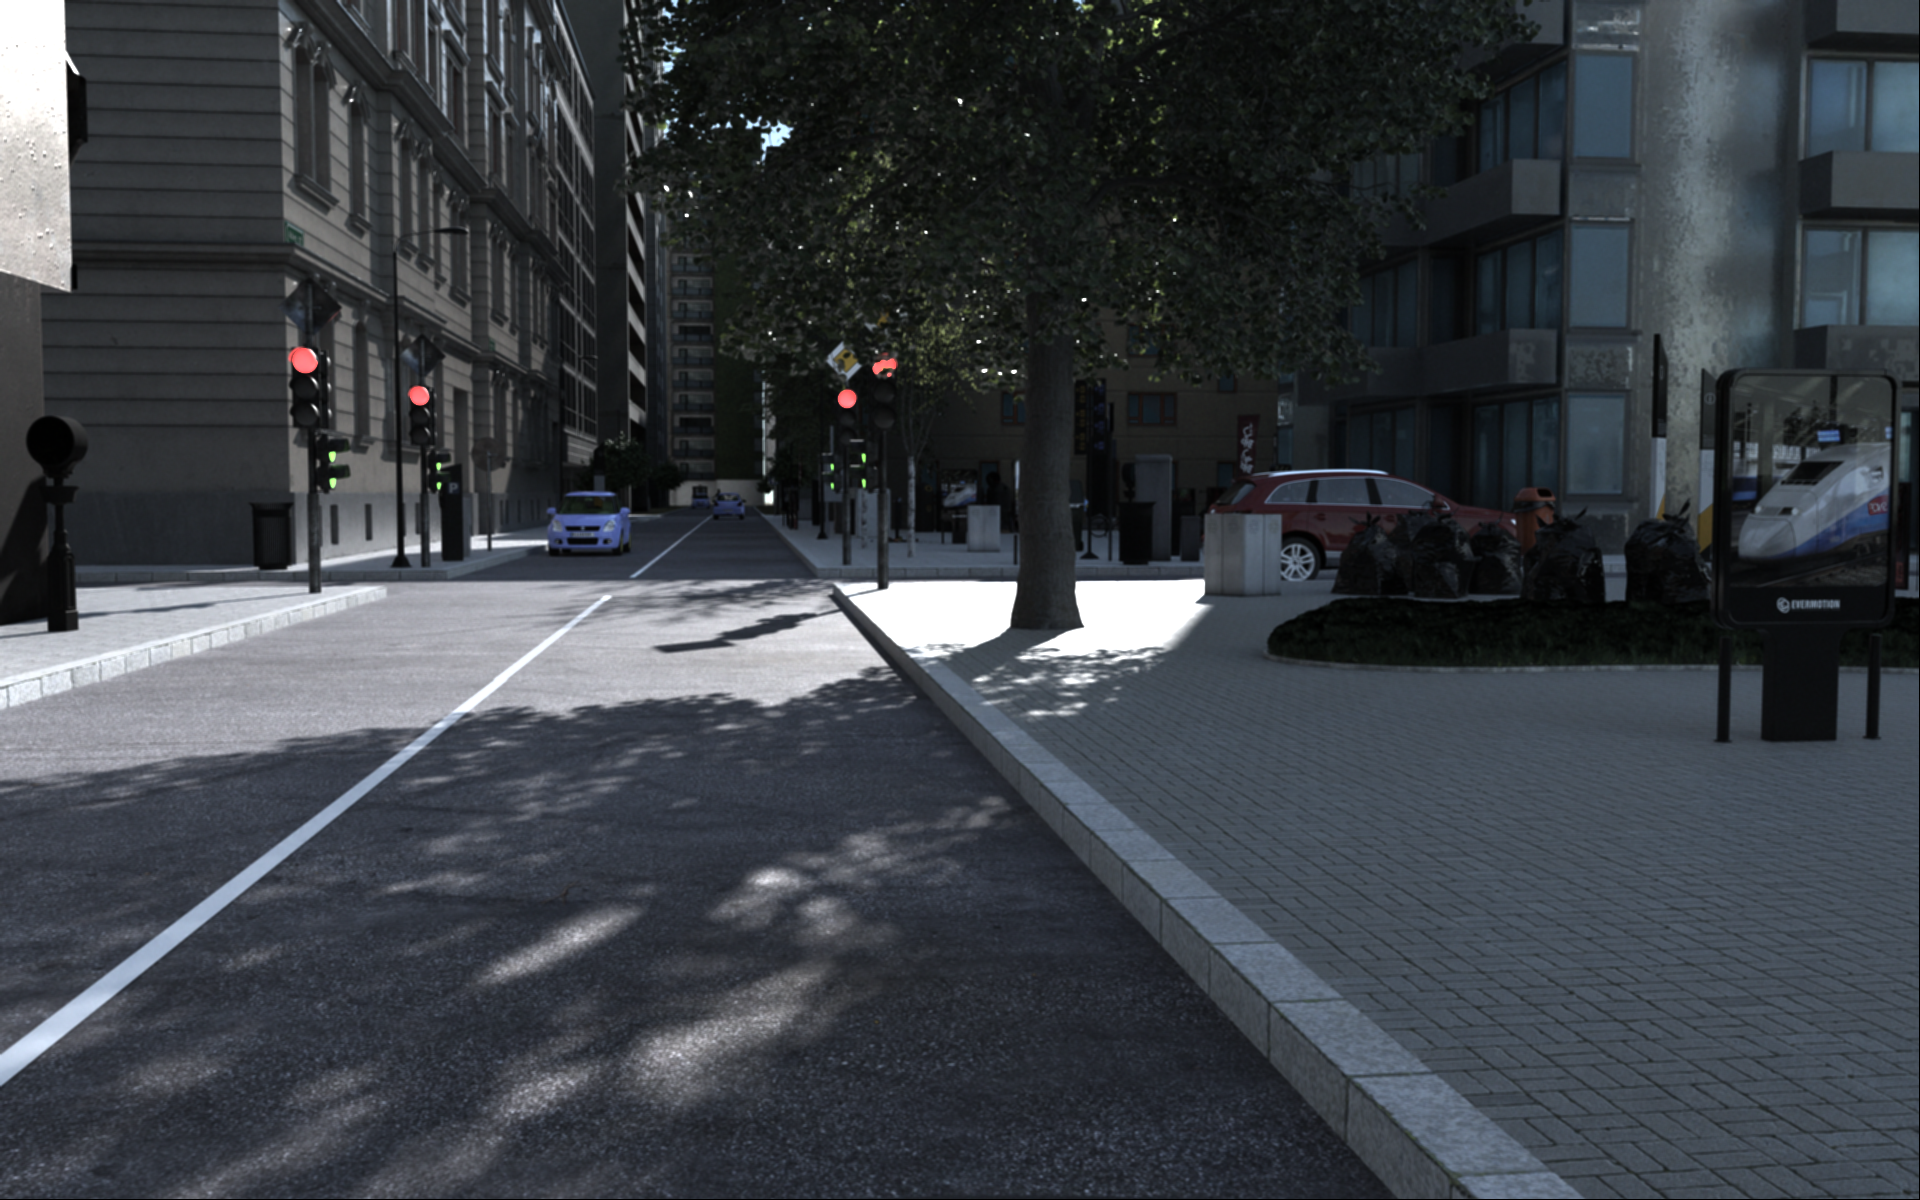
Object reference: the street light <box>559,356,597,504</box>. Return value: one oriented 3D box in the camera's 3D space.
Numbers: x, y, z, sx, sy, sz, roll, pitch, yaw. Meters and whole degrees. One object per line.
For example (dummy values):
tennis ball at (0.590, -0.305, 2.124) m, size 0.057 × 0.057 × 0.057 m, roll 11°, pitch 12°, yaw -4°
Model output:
street light at (-12.898, -5.248, 58.342) m, size 1.470 × 5.913 × 1.316 m, roll 0°, pitch 4°, yaw -7°

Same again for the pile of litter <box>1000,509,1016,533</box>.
pile of litter at (1.930, -2.629, 56.956) m, size 1.719 × 0.858 × 1.176 m, roll -1°, pitch 4°, yaw -10°

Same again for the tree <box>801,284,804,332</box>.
tree at (-2.083, -5.541, 40.966) m, size 4.360 × 8.622 × 3.978 m, roll 0°, pitch 3°, yaw 0°

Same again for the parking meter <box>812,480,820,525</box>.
parking meter at (-5.909, -3.998, 71.071) m, size 0.255 × 1.863 × 0.399 m, roll 1°, pitch 4°, yaw 9°

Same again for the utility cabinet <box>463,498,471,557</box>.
utility cabinet at (-10.193, -1.491, 35.533) m, size 0.306 × 1.237 × 1.020 m, roll -1°, pitch 4°, yaw -13°

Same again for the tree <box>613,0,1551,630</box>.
tree at (0.902, -6.711, 16.378) m, size 9.857 × 13.997 × 8.962 m, roll 0°, pitch 3°, yaw 0°

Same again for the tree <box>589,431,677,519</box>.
tree at (-17.427, -6.467, 89.452) m, size 4.285 × 4.588 × 4.351 m, roll 0°, pitch 3°, yaw 0°

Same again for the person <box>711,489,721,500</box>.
person at (-20.944, -8.697, 150.321) m, size 1.348 × 1.869 × 0.705 m, roll 1°, pitch 4°, yaw 20°

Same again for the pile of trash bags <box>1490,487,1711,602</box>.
pile of trash bags at (7.376, -0.478, 17.575) m, size 3.447 × 1.369 × 1.912 m, roll 2°, pitch 4°, yaw 28°

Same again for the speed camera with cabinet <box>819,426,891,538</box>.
speed camera with cabinet at (-3.081, -3.441, 50.604) m, size 2.038 × 3.252 × 0.660 m, roll -1°, pitch 4°, yaw -11°

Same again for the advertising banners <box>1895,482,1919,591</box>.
advertising banners at (12.668, -1.659, 23.320) m, size 0.090 × 3.025 × 2.074 m, roll 0°, pitch 4°, yaw 2°

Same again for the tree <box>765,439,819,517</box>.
tree at (-9.179, -6.941, 97.192) m, size 4.285 × 4.588 × 4.351 m, roll 0°, pitch 3°, yaw 0°

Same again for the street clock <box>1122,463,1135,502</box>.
street clock at (3.935, -2.166, 39.987) m, size 0.358 × 2.002 × 0.471 m, roll 2°, pitch 4°, yaw 34°

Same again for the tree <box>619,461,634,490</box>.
tree at (-16.780, -5.440, 83.551) m, size 1.663 × 3.219 × 1.824 m, roll 0°, pitch 3°, yaw 0°

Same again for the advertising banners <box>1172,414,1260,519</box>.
advertising banners at (5.710, -2.599, 38.676) m, size 2.074 × 3.025 × 0.090 m, roll 2°, pitch 4°, yaw 32°

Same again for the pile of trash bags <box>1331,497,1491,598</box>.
pile of trash bags at (6.604, -0.789, 22.653) m, size 3.447 × 1.369 × 1.912 m, roll -2°, pitch 4°, yaw -35°

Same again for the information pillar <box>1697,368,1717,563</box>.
information pillar at (14.048, -2.509, 32.373) m, size 0.504 × 3.616 × 0.183 m, roll 0°, pitch 4°, yaw -4°

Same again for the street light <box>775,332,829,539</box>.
street light at (-4.446, -4.673, 48.951) m, size 1.470 × 5.913 × 1.316 m, roll 0°, pitch 4°, yaw -7°

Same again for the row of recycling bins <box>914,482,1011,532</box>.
row of recycling bins at (-0.017, -3.168, 58.904) m, size 3.534 × 1.692 × 1.069 m, roll -1°, pitch 4°, yaw -13°

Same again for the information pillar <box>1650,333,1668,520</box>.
information pillar at (10.292, -2.090, 25.531) m, size 0.183 × 3.616 × 0.504 m, roll 3°, pitch 4°, yaw 37°

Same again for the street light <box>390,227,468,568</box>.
street light at (-9.252, -3.528, 30.220) m, size 1.470 × 5.913 × 1.316 m, roll 0°, pitch 4°, yaw -7°

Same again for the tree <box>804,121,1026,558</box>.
tree at (-0.741, -5.162, 34.765) m, size 4.360 × 8.622 × 3.978 m, roll 0°, pitch 3°, yaw 0°

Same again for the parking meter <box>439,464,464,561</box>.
parking meter at (-9.756, -1.681, 33.200) m, size 0.399 × 1.863 × 0.255 m, roll -2°, pitch 4°, yaw -33°

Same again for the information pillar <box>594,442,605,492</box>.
information pillar at (-16.040, -5.245, 77.106) m, size 0.504 × 3.616 × 0.183 m, roll 0°, pitch 4°, yaw 0°

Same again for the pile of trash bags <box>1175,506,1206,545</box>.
pile of trash bags at (6.400, -2.148, 44.867) m, size 1.912 × 1.369 × 3.447 m, roll 2°, pitch 4°, yaw 31°

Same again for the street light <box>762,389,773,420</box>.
street light at (-8.044, -6.389, 77.005) m, size 1.470 × 5.913 × 1.316 m, roll 0°, pitch 4°, yaw -7°

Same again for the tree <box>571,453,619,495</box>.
tree at (-17.177, -5.281, 80.946) m, size 1.663 × 3.219 × 1.824 m, roll 0°, pitch 3°, yaw 0°

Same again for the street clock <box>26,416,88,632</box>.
street clock at (-8.419, -0.711, 16.199) m, size 0.471 × 2.002 × 0.358 m, roll 0°, pitch 4°, yaw 5°

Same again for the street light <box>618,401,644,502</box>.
street light at (-16.492, -6.978, 86.629) m, size 1.470 × 5.913 × 1.316 m, roll 0°, pitch 4°, yaw -7°

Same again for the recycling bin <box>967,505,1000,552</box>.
recycling bin at (0.525, -1.593, 38.598) m, size 0.722 × 1.027 × 0.722 m, roll 0°, pitch 4°, yaw 0°

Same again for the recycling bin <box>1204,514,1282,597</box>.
recycling bin at (3.601, -0.581, 22.061) m, size 0.722 × 1.027 × 0.722 m, roll -3°, pitch 4°, yaw -37°

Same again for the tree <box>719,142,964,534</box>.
tree at (-3.755, -8.406, 55.567) m, size 7.486 × 12.596 × 7.792 m, roll 0°, pitch 3°, yaw 0°

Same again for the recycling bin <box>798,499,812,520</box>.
recycling bin at (-7.691, -4.471, 85.663) m, size 0.722 × 1.027 × 0.722 m, roll -1°, pitch 4°, yaw -9°

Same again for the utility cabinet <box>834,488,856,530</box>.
utility cabinet at (-3.882, -3.168, 60.476) m, size 0.318 × 1.500 × 1.173 m, roll 3°, pitch 5°, yaw 43°

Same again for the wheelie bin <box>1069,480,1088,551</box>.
wheelie bin at (2.374, -1.896, 38.910) m, size 0.980 × 1.594 × 0.693 m, roll -1°, pitch 4°, yaw -11°

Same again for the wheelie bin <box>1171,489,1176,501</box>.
wheelie bin at (7.024, -3.161, 59.587) m, size 0.693 × 1.594 × 0.980 m, roll -1°, pitch 4°, yaw -17°

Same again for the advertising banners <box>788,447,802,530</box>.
advertising banners at (-5.942, -4.056, 62.500) m, size 0.090 × 3.025 × 2.074 m, roll -1°, pitch 4°, yaw -18°

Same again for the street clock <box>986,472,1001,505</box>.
street clock at (1.069, -3.131, 55.764) m, size 0.471 × 2.002 × 0.358 m, roll 0°, pitch 4°, yaw -1°

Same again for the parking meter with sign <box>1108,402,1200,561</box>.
parking meter with sign at (3.703, -2.251, 33.071) m, size 1.738 × 3.016 × 0.543 m, roll 0°, pitch 4°, yaw 2°

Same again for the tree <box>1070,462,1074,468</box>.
tree at (2.495, -3.427, 50.635) m, size 1.663 × 3.219 × 1.824 m, roll 0°, pitch 3°, yaw 0°
